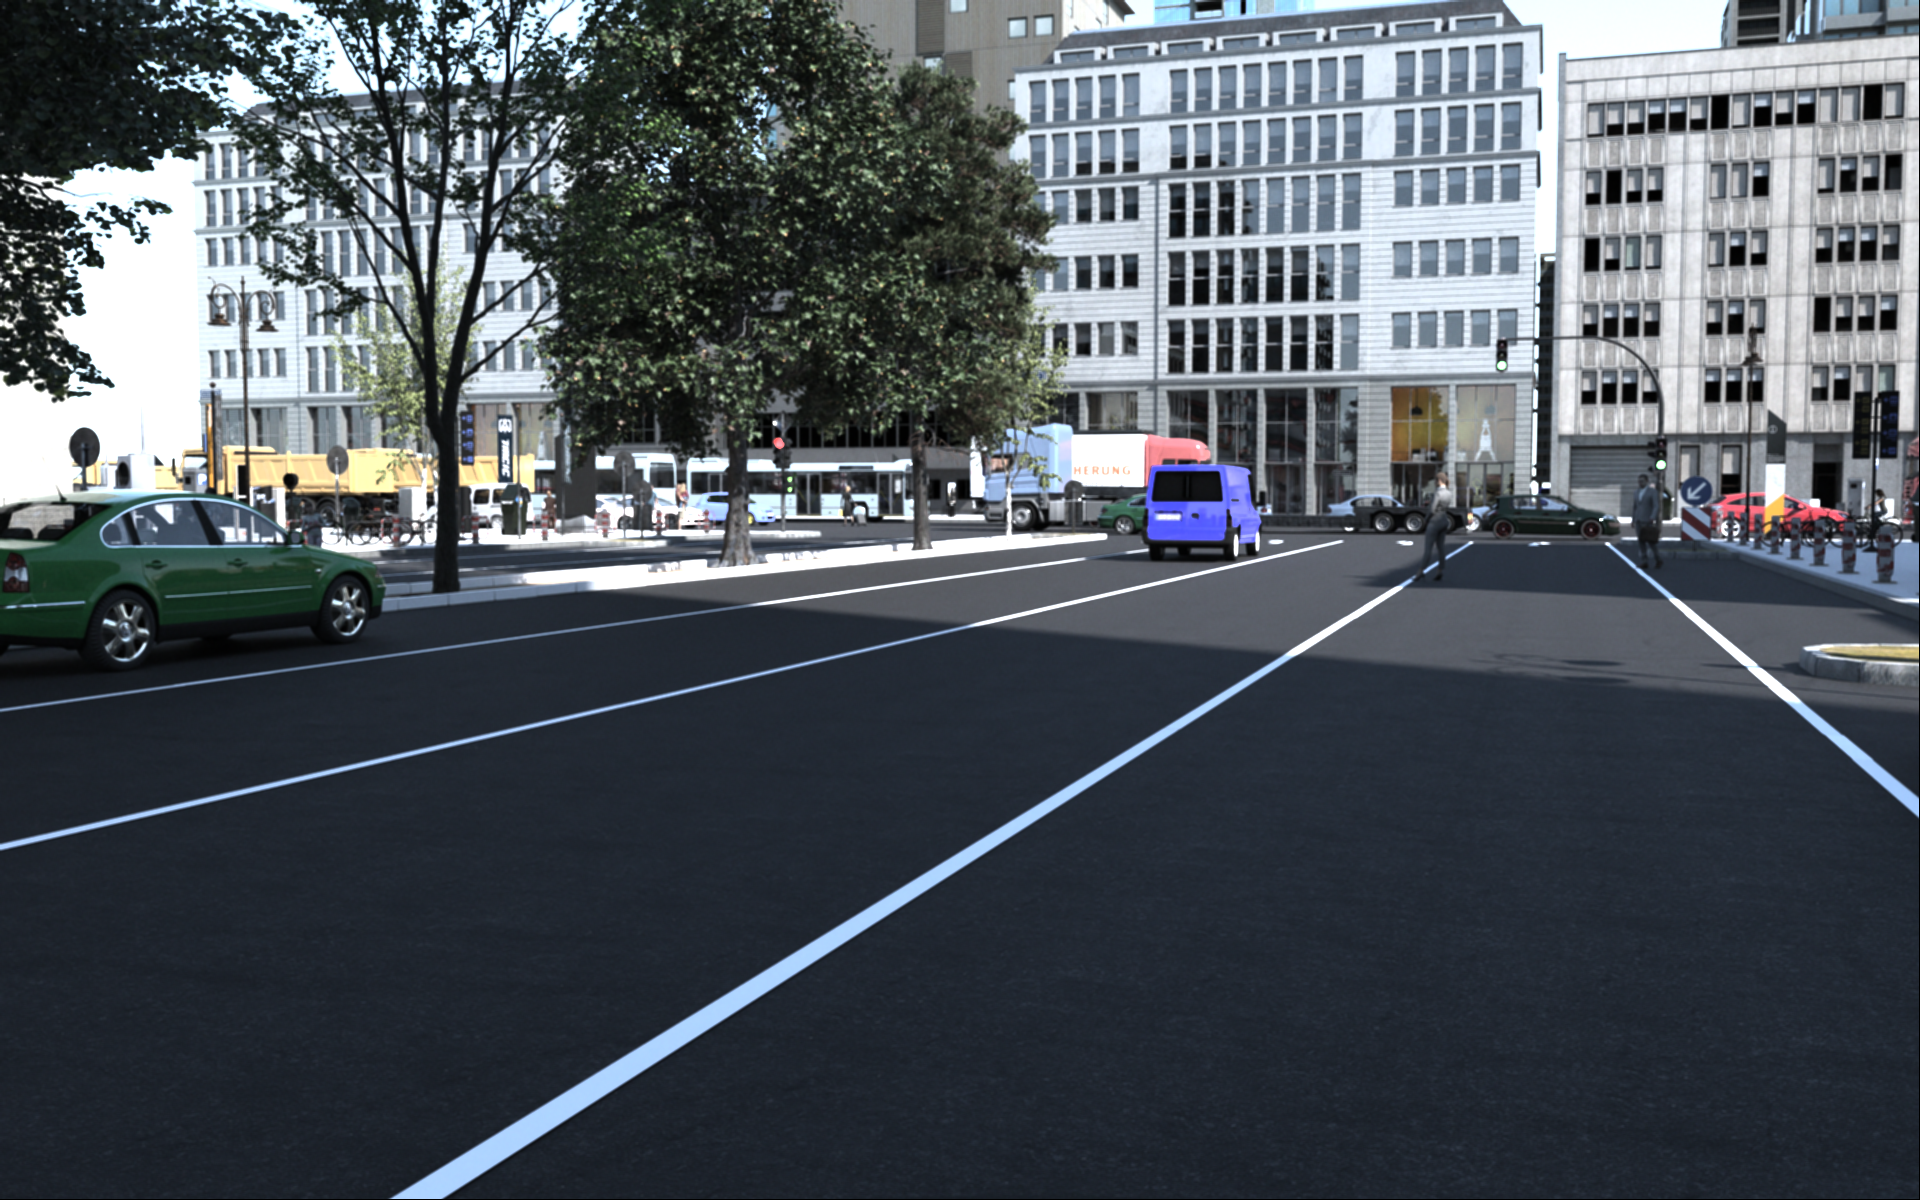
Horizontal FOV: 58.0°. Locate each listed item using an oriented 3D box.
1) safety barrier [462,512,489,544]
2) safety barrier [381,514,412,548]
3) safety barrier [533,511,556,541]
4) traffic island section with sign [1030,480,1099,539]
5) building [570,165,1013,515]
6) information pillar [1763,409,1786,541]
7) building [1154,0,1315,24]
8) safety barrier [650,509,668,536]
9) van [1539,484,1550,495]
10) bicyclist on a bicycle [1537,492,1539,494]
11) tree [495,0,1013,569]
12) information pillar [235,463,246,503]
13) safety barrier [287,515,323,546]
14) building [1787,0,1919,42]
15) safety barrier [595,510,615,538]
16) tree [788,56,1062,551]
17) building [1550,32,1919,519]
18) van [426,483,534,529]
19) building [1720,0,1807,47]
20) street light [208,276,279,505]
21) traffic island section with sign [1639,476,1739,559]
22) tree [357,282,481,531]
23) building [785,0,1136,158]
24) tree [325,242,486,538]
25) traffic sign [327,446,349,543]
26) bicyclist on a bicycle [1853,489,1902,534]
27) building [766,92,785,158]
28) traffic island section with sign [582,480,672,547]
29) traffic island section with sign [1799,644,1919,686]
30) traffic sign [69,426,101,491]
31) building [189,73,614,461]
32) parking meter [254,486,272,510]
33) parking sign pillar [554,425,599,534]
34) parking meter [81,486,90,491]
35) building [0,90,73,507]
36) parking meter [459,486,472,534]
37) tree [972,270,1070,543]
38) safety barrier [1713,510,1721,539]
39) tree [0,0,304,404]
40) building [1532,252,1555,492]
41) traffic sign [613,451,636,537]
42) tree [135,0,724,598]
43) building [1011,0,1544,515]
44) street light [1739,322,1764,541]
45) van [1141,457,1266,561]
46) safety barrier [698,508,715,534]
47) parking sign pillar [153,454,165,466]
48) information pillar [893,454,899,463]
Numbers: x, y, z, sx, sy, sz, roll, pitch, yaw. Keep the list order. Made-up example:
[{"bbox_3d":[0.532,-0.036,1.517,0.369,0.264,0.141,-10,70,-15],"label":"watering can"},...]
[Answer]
[{"bbox_3d":[-12.363,-1.830,44.192,0.300,0.817,1.120,1,4,19],"label":"safety barrier"},{"bbox_3d":[-13.391,-1.645,41.164,0.300,0.817,1.120,1,4,19],"label":"safety barrier"},{"bbox_3d":[-11.323,-2.016,47.240,0.300,0.817,1.120,1,4,19],"label":"safety barrier"},{"bbox_3d":[3.461,-2.875,55.150,2.006,1.907,1.989,1,4,19],"label":"traffic island section with sign"},{"bbox_3d":[-9.489,-17.983,113.091,30.058,24.678,14.314,1,4,19],"label":"building"},{"bbox_3d":[22.437,-3.446,47.695,0.504,3.616,0.183,1,4,22],"label":"information pillar"},{"bbox_3d":[42.449,-58.398,267.478,31.000,86.520,22.319,1,4,19],"label":"building"},{"bbox_3d":[-9.266,-2.387,53.300,0.300,0.817,1.120,1,4,19],"label":"safety barrier"},{"bbox_3d":[56.084,-9.810,164.780,2.240,2.365,5.245,1,4,21],"label":"van"},{"bbox_3d":[53.729,-9.231,160.940,1.499,1.676,1.625,1,4,20],"label":"bicyclist on a bicycle"},{"bbox_3d":[-4.214,-6.936,32.863,9.611,12.733,9.660,0,3,0],"label":"tree"},{"bbox_3d":[-17.204,-2.268,41.574,0.304,2.012,0.304,-2,4,-25],"label":"information pillar"},{"bbox_3d":[-14.421,-1.459,38.137,0.300,0.817,1.120,1,4,19],"label":"safety barrier"},{"bbox_3d":[88.999,-33.209,162.580,23.786,49.044,30.456,1,4,19],"label":"building"},{"bbox_3d":[-10.297,-2.201,50.269,0.300,0.817,1.120,1,4,19],"label":"safety barrier"},{"bbox_3d":[-1.013,-7.195,42.158,6.751,12.117,7.091,0,3,0],"label":"tree"},{"bbox_3d":[43.305,-16.982,95.678,19.932,24.808,12.078,1,4,19],"label":"building"},{"bbox_3d":[-18.372,-3.611,66.045,4.112,2.044,2.013,1,4,18],"label":"van"},{"bbox_3d":[117.448,-49.167,242.132,20.611,71.187,20.563,1,4,19],"label":"building"},{"bbox_3d":[-15.205,-3.921,36.889,0.468,5.910,1.993,1,4,19],"label":"street light"},{"bbox_3d":[16.473,-1.869,39.188,1.989,1.847,2.006,1,4,19],"label":"traffic island section with sign"},{"bbox_3d":[-18.181,-6.659,59.231,4.360,8.622,3.978,0,3,0],"label":"tree"},{"bbox_3d":[0.507,-35.526,170.093,28.713,52.752,27.495,1,4,19],"label":"building"},{"bbox_3d":[-15.828,-6.111,50.282,4.737,8.622,4.395,0,3,0],"label":"tree"},{"bbox_3d":[-16.404,-2.784,45.624,0.768,2.556,0.104,2,4,25],"label":"traffic sign"},{"bbox_3d":[32.757,-3.172,61.878,1.625,1.676,1.499,1,4,20],"label":"bicyclist on a bicycle"},{"bbox_3d":[-6.123,-35.387,198.191,30.456,49.044,23.786,1,4,19],"label":"building"},{"bbox_3d":[-9.058,-2.399,47.853,1.989,1.847,2.006,1,4,19],"label":"traffic island section with sign"},{"bbox_3d":[7.800,-0.308,13.661,1.989,1.847,2.006,1,4,19],"label":"traffic island section with sign"},{"bbox_3d":[-16.517,-1.992,32.680,0.768,2.556,0.104,1,4,20],"label":"traffic sign"},{"bbox_3d":[-37.988,-21.076,122.078,29.804,29.767,11.434,1,4,19],"label":"building"},{"bbox_3d":[-20.541,-2.620,51.247,0.372,1.533,0.369,0,3,0],"label":"parking meter"},{"bbox_3d":[-12.496,-4.148,56.297,1.447,3.967,1.447,-1,4,-11],"label":"parking sign pillar"},{"bbox_3d":[-26.118,-2.659,51.888,0.372,1.533,0.369,0,3,0],"label":"parking meter"},{"bbox_3d":[-35.335,-11.785,47.444,16.860,20.320,10.420,1,4,19],"label":"building"},{"bbox_3d":[-16.078,-2.931,56.336,0.372,1.533,0.369,0,3,0],"label":"parking meter"},{"bbox_3d":[1.354,-5.889,49.097,4.737,8.622,4.395,0,3,0],"label":"tree"},{"bbox_3d":[21.577,-2.137,49.207,0.300,0.817,1.120,1,4,19],"label":"safety barrier"},{"bbox_3d":[-10.353,-6.413,13.969,9.857,13.997,8.962,0,3,0],"label":"tree"},{"bbox_3d":[97.560,-34.496,255.882,23.993,40.220,32.217,1,4,19],"label":"building"},{"bbox_3d":[-9.963,-3.135,51.364,0.768,2.556,0.104,1,4,20],"label":"traffic sign"},{"bbox_3d":[-7.049,-5.825,23.453,9.928,11.665,9.643,0,3,0],"label":"tree"},{"bbox_3d":[18.927,-19.942,103.547,29.804,29.767,11.434,1,4,19],"label":"building"},{"bbox_3d":[21.356,-4.529,46.845,0.468,5.910,1.993,1,4,19],"label":"street light"},{"bbox_3d":[5.514,-2.102,38.745,2.240,2.365,5.245,1,4,17],"label":"van"},{"bbox_3d":[-8.237,-2.572,56.327,0.300,0.817,1.120,1,4,19],"label":"safety barrier"},{"bbox_3d":[-53.517,-7.779,115.651,1.447,3.967,1.447,2,4,33],"label":"parking sign pillar"},{"bbox_3d":[-3.675,-6.656,100.185,0.504,3.616,0.183,-2,4,-25],"label":"information pillar"}]
